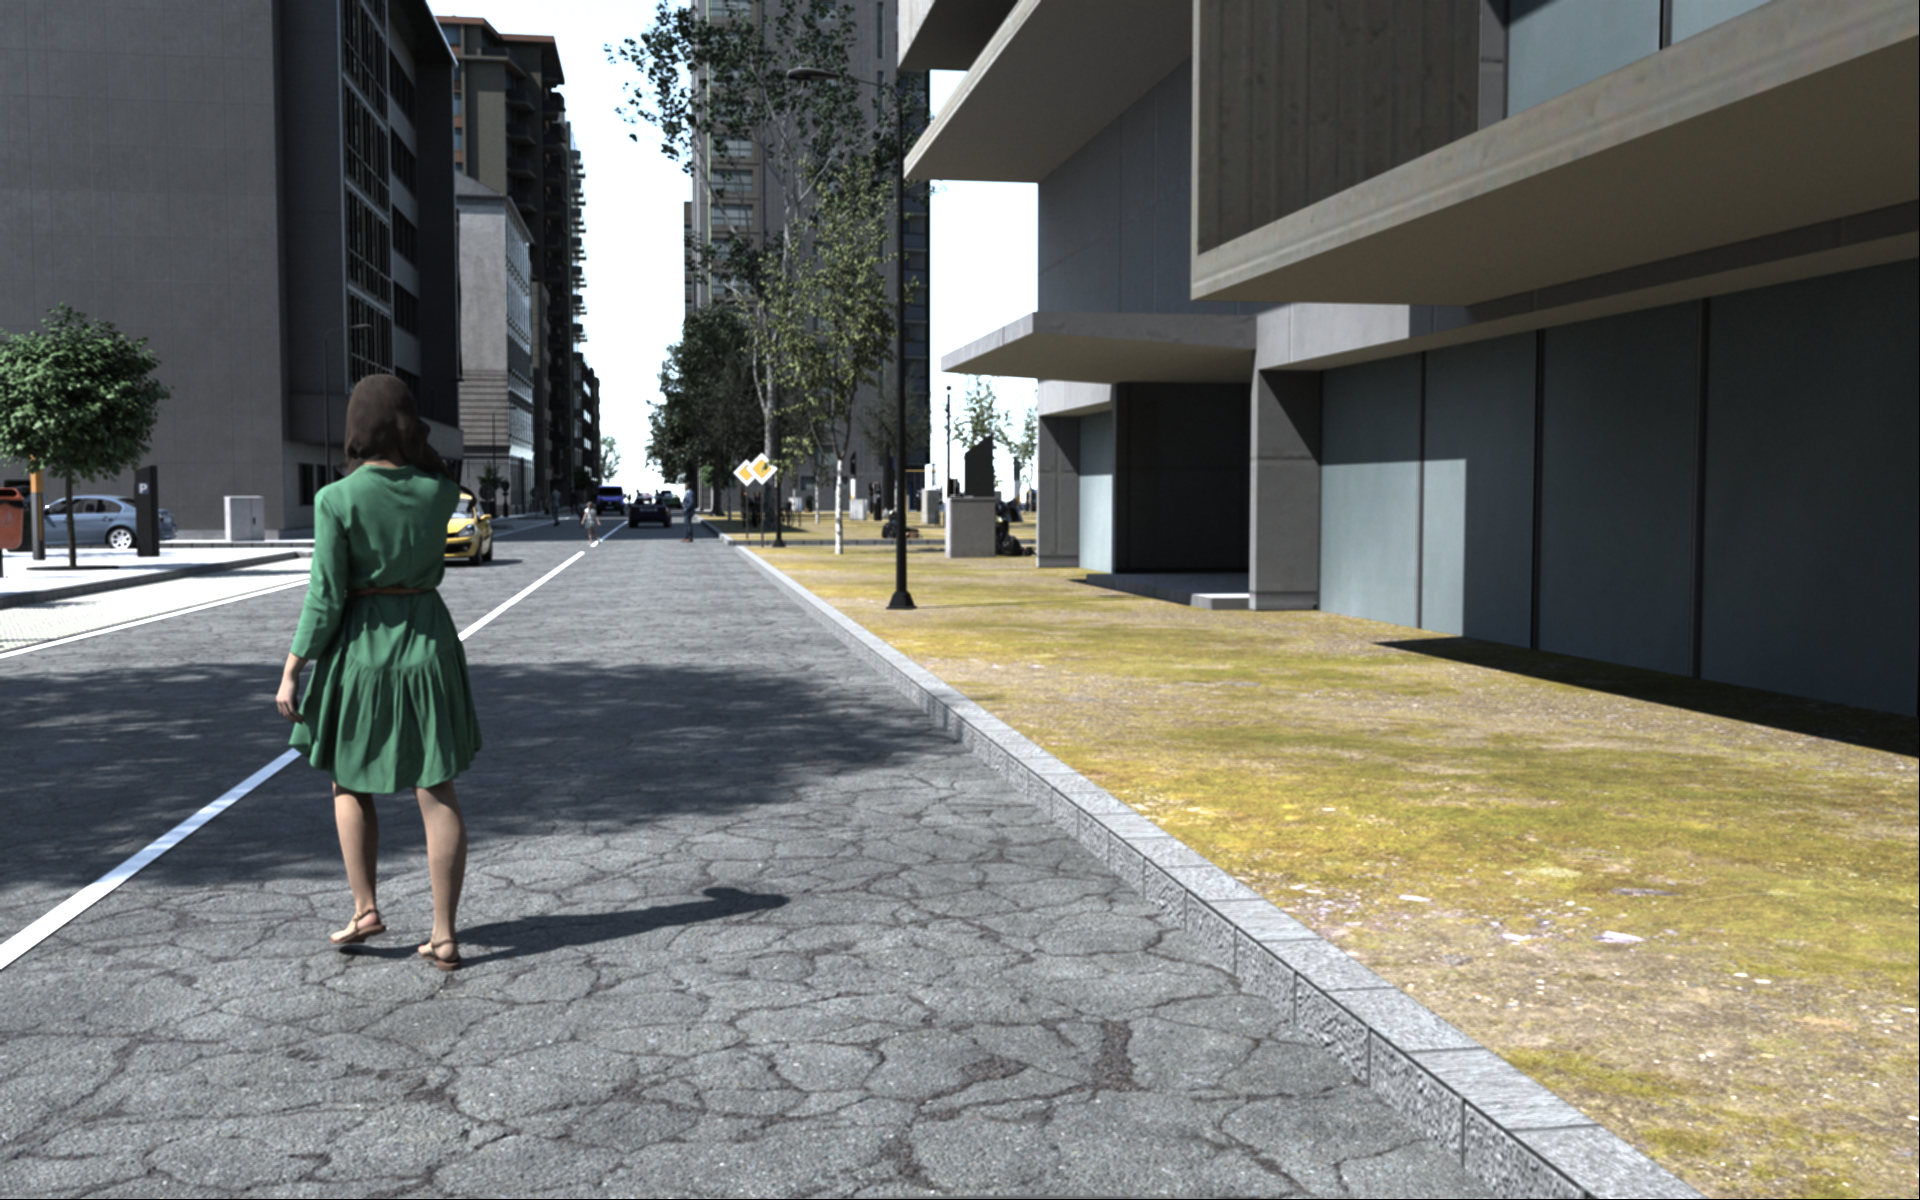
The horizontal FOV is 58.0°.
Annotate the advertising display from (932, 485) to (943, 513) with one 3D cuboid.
[{"bbox_3d":[-1.532,-6.889,117.853,0.123,1.923,0.974,-3,5,-42],"label":"advertising display"}]

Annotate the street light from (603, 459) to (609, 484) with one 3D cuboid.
[{"bbox_3d":[-47.197,-15.575,227.185,1.470,5.913,1.316,-1,4,-10],"label":"street light"}]

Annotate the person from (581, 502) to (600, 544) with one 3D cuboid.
[{"bbox_3d":[-10.512,-2.188,49.293,0.505,1.210,0.382,-3,5,-43],"label":"person"}]

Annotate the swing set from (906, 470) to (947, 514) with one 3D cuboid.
[{"bbox_3d":[-2.344,-7.162,114.714,3.119,2.851,2.862,0,4,-5],"label":"swing set"}]

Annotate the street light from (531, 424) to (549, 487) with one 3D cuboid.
[{"bbox_3d":[-28.124,-8.674,114.360,1.470,5.913,1.316,-1,4,-10],"label":"street light"}]

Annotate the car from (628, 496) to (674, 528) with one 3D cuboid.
[{"bbox_3d":[-13.422,-3.824,75.106,1.945,1.354,3.894,0,4,-8],"label":"car"}]

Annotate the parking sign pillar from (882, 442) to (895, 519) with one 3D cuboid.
[{"bbox_3d":[-3.678,-6.191,89.695,1.447,3.967,1.447,-1,4,-11],"label":"parking sign pillar"}]

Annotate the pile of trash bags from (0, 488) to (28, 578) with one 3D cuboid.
[{"bbox_3d":[-15.571,-0.956,25.378,3.447,1.369,1.912,-3,5,-41],"label":"pile of trash bags"}]

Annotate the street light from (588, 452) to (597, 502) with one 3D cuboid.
[{"bbox_3d":[-40.898,-13.307,190.115,1.470,5.913,1.316,-1,4,-10],"label":"street light"}]

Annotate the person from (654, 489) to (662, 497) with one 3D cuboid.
[{"bbox_3d":[-20.015,-6.481,114.816,0.623,1.781,0.721,0,4,5],"label":"person"}]

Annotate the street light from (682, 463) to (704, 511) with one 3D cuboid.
[{"bbox_3d":[-20.165,-9.716,131.391,1.470,5.913,1.316,-1,4,-10],"label":"street light"}]

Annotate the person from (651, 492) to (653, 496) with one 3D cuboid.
[{"bbox_3d":[-45.797,-15.150,256.925,0.721,1.743,1.217,0,4,-1],"label":"person"}]

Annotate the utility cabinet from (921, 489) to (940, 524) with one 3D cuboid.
[{"bbox_3d":[-1.241,-3.973,73.644,0.318,1.500,1.173,2,4,26],"label":"utility cabinet"}]

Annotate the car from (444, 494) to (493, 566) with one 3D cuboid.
[{"bbox_3d":[-10.615,-1.551,35.587,2.015,1.641,3.980,-1,4,-10],"label":"car"}]

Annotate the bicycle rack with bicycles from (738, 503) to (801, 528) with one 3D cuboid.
[{"bbox_3d":[-7.441,-3.280,67.005,2.852,0.926,2.925,1,4,10],"label":"bicycle rack with bicycles"}]

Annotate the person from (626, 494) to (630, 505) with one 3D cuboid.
[{"bbox_3d":[-44.376,-13.448,231.636,0.557,1.426,1.065,1,4,14],"label":"person"}]

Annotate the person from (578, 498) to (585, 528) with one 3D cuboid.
[{"bbox_3d":[-16.007,-3.679,73.342,0.352,1.250,0.332,0,4,8],"label":"person"}]

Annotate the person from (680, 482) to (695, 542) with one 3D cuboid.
[{"bbox_3d":[-8.126,-2.639,51.833,0.419,1.800,0.721,-1,4,-21],"label":"person"}]

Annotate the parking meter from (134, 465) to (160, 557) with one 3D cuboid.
[{"bbox_3d":[-16.655,-1.820,35.461,0.399,1.863,0.255,0,4,4],"label":"parking meter"}]

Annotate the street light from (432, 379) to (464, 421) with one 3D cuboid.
[{"bbox_3d":[-20.620,-5.943,69.702,1.470,5.913,1.316,-1,4,-10],"label":"street light"}]

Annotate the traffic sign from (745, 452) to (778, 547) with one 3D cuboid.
[{"bbox_3d":[-4.754,-2.321,41.590,0.795,2.450,0.064,-1,4,-10],"label":"traffic sign"}]

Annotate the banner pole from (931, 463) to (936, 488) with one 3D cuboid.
[{"bbox_3d":[-1.760,-8.065,121.882,0.401,3.779,0.863,-3,5,-40],"label":"banner pole"}]

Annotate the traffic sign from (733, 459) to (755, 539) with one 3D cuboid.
[{"bbox_3d":[-6.087,-2.803,49.464,0.795,2.450,0.064,-1,4,-10],"label":"traffic sign"}]

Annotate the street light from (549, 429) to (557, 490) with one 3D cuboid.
[{"bbox_3d":[-29.598,-9.219,123.272,1.470,5.913,1.316,-1,4,-10],"label":"street light"}]

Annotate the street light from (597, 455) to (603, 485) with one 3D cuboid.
[{"bbox_3d":[-43.377,-14.216,204.977,1.470,5.913,1.316,-1,4,-10],"label":"street light"}]

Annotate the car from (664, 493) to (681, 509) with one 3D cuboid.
[{"bbox_3d":[-28.099,-9.770,168.539,1.959,1.807,4.718,-1,4,-11],"label":"car"}]

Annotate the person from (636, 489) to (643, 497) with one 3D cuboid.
[{"bbox_3d":[-21.831,-6.661,117.762,0.721,1.781,0.623,-2,4,-32],"label":"person"}]

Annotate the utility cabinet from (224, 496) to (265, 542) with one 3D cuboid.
[{"bbox_3d":[-19.437,-2.197,47.078,0.306,1.237,1.020,2,4,34],"label":"utility cabinet"}]

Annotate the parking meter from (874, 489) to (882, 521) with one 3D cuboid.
[{"bbox_3d":[-3.952,-4.578,83.261,0.372,1.533,0.369,0,3,0],"label":"parking meter"}]

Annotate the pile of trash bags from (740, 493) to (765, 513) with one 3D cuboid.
[{"bbox_3d":[-14.205,-6.715,119.543,1.912,1.369,3.447,-3,4,-37],"label":"pile of trash bags"}]

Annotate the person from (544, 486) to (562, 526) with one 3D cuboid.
[{"bbox_3d":[-18.251,-4.241,77.955,0.853,1.813,0.709,2,4,32],"label":"person"}]

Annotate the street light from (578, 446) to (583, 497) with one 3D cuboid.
[{"bbox_3d":[-37.208,-11.948,167.885,1.470,5.913,1.316,-1,4,-10],"label":"street light"}]

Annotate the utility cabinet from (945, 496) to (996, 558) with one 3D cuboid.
[{"bbox_3d":[0.209,-1.457,34.976,1.020,1.237,0.306,-2,4,-25],"label":"utility cabinet"}]

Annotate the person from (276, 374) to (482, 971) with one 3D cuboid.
[{"bbox_3d":[-1.742,0.211,5.297,0.529,1.795,0.600,3,5,40],"label":"person"}]

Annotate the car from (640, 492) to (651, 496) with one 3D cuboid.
[{"bbox_3d":[-50.418,-16.409,276.963,2.281,1.827,5.304,-1,4,-11],"label":"car"}]

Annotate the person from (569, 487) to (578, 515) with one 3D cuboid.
[{"bbox_3d":[-26.838,-6.878,120.312,0.648,1.900,0.474,0,4,1],"label":"person"}]

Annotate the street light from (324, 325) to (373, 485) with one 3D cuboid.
[{"bbox_3d":[-16.782,-4.584,47.497,1.470,5.913,1.316,-1,4,-10],"label":"street light"}]

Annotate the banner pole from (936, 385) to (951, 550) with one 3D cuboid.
[{"bbox_3d":[-0.272,-3.065,40.135,0.401,3.779,0.863,0,4,-3],"label":"banner pole"}]

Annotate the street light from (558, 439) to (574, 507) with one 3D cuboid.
[{"bbox_3d":[-33.360,-10.578,145.490,1.470,5.913,1.316,-1,4,-10],"label":"street light"}]

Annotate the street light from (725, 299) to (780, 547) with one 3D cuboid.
[{"bbox_3d":[-4.903,-4.219,41.517,1.470,5.913,1.316,-1,4,-10],"label":"street light"}]

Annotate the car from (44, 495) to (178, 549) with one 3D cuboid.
[{"bbox_3d":[-22.194,-1.934,43.623,4.499,1.417,2.014,-1,4,-8],"label":"car"}]

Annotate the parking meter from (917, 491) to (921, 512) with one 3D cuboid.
[{"bbox_3d":[-2.962,-7.184,125.861,0.372,1.533,0.369,0,3,0],"label":"parking meter"}]

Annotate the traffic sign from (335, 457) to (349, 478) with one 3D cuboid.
[{"bbox_3d":[-14.020,-2.227,40.048,0.795,2.450,0.064,-1,4,-10],"label":"traffic sign"}]

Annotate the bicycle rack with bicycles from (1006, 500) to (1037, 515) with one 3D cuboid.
[{"bbox_3d":[3.320,-5.794,108.119,2.852,0.926,2.925,-2,4,-35],"label":"bicycle rack with bicycles"}]

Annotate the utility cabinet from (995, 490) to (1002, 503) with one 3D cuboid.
[{"bbox_3d":[1.816,-5.365,96.403,1.173,1.500,0.318,-3,5,-41],"label":"utility cabinet"}]

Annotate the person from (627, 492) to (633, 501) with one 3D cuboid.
[{"bbox_3d":[-50.290,-15.577,263.898,0.721,1.735,1.217,2,4,32],"label":"person"}]

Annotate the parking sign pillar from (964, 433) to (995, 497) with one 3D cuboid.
[{"bbox_3d":[0.861,-5.409,76.902,1.447,3.967,1.447,1,4,14],"label":"parking sign pillar"}]

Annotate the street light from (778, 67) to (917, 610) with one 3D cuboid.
[{"bbox_3d":[-1.190,-2.849,19.127,1.470,5.913,1.316,-1,4,-10],"label":"street light"}]

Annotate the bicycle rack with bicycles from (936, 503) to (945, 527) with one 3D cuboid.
[{"bbox_3d":[0.113,-3.392,68.845,2.852,0.926,2.925,0,4,-3],"label":"bicycle rack with bicycles"}]

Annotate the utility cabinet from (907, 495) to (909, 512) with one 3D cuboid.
[{"bbox_3d":[-3.776,-6.849,123.149,0.306,1.237,1.020,0,4,-6],"label":"utility cabinet"}]

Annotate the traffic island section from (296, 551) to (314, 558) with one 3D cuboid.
[{"bbox_3d":[-14.042,-1.090,40.106,2.009,0.180,2.903,-1,4,-10],"label":"traffic island section"}]

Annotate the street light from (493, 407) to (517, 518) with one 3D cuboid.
[{"bbox_3d":[-24.226,-7.316,92.165,1.470,5.913,1.316,-1,4,-10],"label":"street light"}]
